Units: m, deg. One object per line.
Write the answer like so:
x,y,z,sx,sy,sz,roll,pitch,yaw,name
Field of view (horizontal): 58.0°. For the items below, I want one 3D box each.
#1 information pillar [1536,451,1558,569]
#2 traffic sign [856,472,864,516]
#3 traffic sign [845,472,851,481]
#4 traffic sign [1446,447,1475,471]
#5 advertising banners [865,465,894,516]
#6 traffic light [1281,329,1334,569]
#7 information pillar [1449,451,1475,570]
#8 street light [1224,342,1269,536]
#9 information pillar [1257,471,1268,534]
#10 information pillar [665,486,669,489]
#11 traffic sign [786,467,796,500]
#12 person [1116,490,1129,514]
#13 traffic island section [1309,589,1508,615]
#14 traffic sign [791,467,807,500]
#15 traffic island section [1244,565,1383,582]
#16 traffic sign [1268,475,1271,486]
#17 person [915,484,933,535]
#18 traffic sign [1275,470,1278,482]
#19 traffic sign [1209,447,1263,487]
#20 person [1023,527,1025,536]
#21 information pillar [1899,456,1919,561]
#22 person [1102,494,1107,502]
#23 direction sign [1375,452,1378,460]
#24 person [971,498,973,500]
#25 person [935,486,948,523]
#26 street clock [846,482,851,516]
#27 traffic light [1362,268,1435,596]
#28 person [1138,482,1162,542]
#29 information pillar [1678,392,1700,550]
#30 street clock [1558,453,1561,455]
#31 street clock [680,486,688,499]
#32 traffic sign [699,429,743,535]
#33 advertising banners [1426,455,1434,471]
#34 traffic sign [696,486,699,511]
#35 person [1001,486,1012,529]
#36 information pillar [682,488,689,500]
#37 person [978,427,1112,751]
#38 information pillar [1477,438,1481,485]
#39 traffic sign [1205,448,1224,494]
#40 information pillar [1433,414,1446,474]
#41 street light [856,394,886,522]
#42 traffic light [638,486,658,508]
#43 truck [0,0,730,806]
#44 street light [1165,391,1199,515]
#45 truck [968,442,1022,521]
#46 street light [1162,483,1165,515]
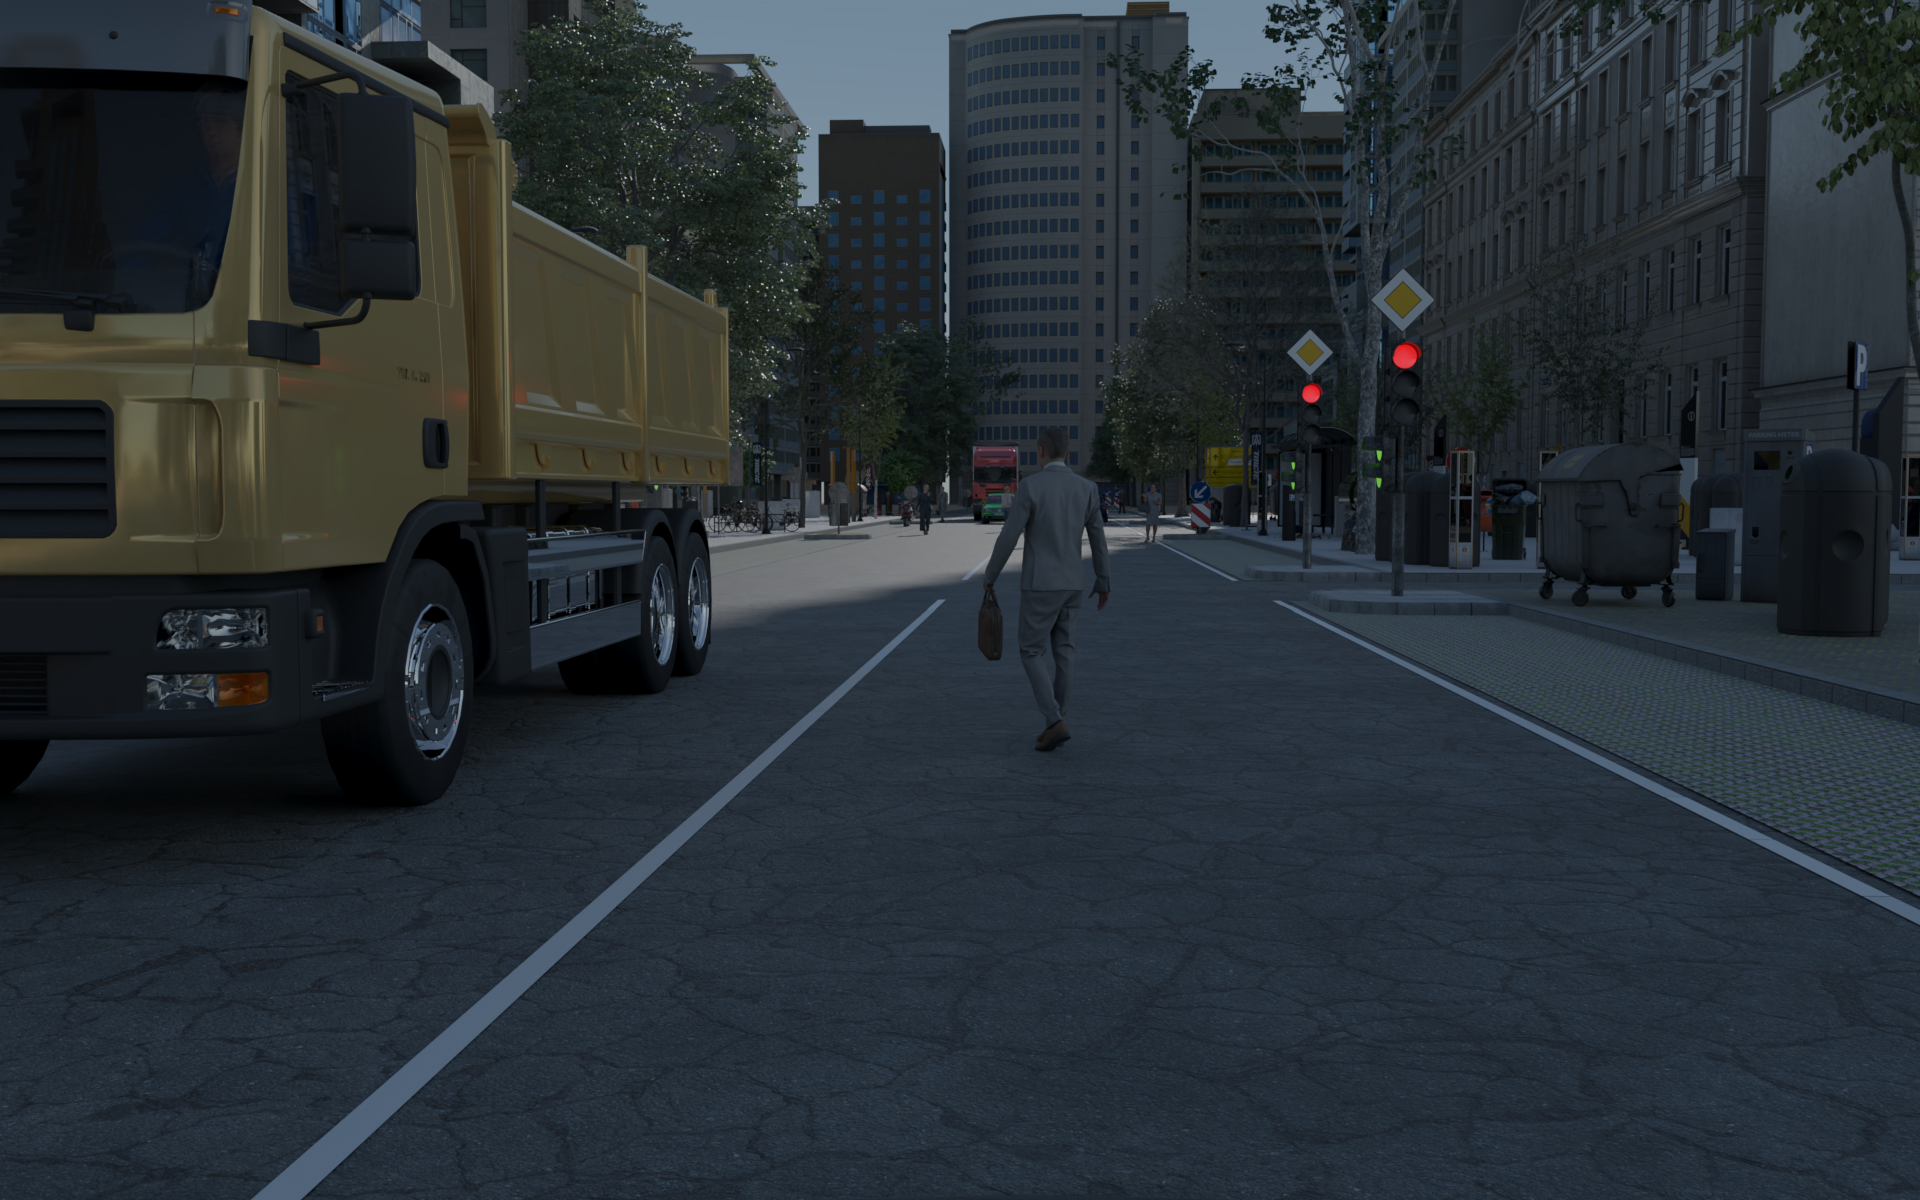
10.032,-1.536,29.609,0.304,2.012,0.304,1,4,13,information pillar
-5.888,-6.052,99.061,0.768,2.556,0.104,1,4,12,traffic sign
-6.381,-6.189,101.301,0.768,2.556,0.104,1,4,11,traffic sign
13.643,-2.885,47.275,0.768,2.556,0.104,1,4,11,traffic sign
-4.832,-6.525,102.873,2.074,3.025,0.090,2,4,32,advertising banners
5.945,-2.491,29.653,0.839,4.253,0.868,0,4,3,traffic light
8.550,-1.531,29.527,0.304,2.012,0.304,-1,4,-9,information pillar
8.790,-4.930,53.151,1.470,5.913,1.316,0,4,3,street light
9.677,-3.114,55.403,0.304,2.012,0.304,1,4,16,information pillar
-17.454,-6.066,103.668,0.304,2.012,0.304,2,4,33,information pillar
-7.800,-4.965,81.283,0.768,2.556,0.104,1,4,9,traffic sign
11.630,-7.053,124.373,0.990,1.755,0.434,3,4,36,person
5.525,0.030,21.793,2.009,0.180,2.903,0,4,3,traffic island section
-7.525,-4.953,81.083,0.768,2.556,0.104,0,4,5,traffic sign
5.984,-0.458,29.765,2.009,0.180,2.903,0,4,3,traffic island section
15.800,-5.351,89.615,0.606,2.300,0.079,0,4,6,traffic sign
-1.245,-3.172,60.784,0.576,1.772,0.534,-2,4,-26,person
16.072,-5.277,86.392,0.768,2.556,0.104,0,4,4,traffic sign
11.838,-4.924,74.375,2.265,3.308,0.079,0,4,4,traffic sign
1.833,-2.253,46.337,0.522,1.701,0.512,1,4,16,person
18.358,-1.770,33.428,0.304,2.012,0.304,1,4,11,information pillar
11.712,-7.929,141.397,1.065,1.426,0.557,-3,5,-43,person
20.448,-5.723,85.563,0.379,3.537,0.876,-1,4,-11,direction sign
1.427,-7.814,136.200,1.348,1.831,0.705,-3,5,-41,person
-0.920,-4.780,86.756,0.694,1.812,0.767,3,4,36,person
-6.412,-5.840,100.048,0.358,2.002,0.471,-2,4,-30,street clock
5.486,-2.004,21.681,0.839,4.253,0.868,0,4,3,traffic light
5.643,-2.615,51.614,0.716,1.782,0.532,1,4,19,person
16.784,-2.967,39.868,0.183,3.616,0.504,-1,4,-20,information pillar
10.562,-1.577,30.352,0.358,2.002,0.471,1,4,18,street clock
-11.957,-4.312,75.064,0.471,2.002,0.358,-1,4,-15,street clock
-7.926,-3.716,54.628,2.265,3.308,0.079,1,4,12,traffic sign
22.019,-5.047,78.711,2.074,3.025,0.090,-1,4,-20,advertising banners
-7.902,-3.185,52.174,0.768,2.556,0.104,1,4,11,traffic sign
1.759,-3.434,65.312,0.731,1.740,0.598,3,4,38,person
-15.725,-5.795,99.232,0.304,2.012,0.304,0,4,0,information pillar
0.499,-0.078,9.889,0.709,1.813,0.853,-2,4,-27,person
21.563,-4.936,72.053,0.183,3.616,0.504,1,4,21,information pillar
11.855,-5.004,75.686,2.265,3.308,0.079,0,4,6,traffic sign
14.125,-3.648,51.001,0.183,3.616,0.504,-1,4,-21,information pillar
-4.125,-6.611,80.626,1.470,5.913,1.316,0,4,3,street light
-5.548,-2.531,30.297,0.839,4.253,0.868,0,4,3,traffic light
-3.519,-0.870,10.144,3.469,3.379,9.791,0,4,3,truck
10.188,-6.467,78.274,1.470,5.913,1.316,0,4,3,street light
1.998,-6.555,96.091,2.839,4.237,11.283,0,4,2,truck
11.737,-8.040,103.999,1.470,5.913,1.316,0,4,3,street light
